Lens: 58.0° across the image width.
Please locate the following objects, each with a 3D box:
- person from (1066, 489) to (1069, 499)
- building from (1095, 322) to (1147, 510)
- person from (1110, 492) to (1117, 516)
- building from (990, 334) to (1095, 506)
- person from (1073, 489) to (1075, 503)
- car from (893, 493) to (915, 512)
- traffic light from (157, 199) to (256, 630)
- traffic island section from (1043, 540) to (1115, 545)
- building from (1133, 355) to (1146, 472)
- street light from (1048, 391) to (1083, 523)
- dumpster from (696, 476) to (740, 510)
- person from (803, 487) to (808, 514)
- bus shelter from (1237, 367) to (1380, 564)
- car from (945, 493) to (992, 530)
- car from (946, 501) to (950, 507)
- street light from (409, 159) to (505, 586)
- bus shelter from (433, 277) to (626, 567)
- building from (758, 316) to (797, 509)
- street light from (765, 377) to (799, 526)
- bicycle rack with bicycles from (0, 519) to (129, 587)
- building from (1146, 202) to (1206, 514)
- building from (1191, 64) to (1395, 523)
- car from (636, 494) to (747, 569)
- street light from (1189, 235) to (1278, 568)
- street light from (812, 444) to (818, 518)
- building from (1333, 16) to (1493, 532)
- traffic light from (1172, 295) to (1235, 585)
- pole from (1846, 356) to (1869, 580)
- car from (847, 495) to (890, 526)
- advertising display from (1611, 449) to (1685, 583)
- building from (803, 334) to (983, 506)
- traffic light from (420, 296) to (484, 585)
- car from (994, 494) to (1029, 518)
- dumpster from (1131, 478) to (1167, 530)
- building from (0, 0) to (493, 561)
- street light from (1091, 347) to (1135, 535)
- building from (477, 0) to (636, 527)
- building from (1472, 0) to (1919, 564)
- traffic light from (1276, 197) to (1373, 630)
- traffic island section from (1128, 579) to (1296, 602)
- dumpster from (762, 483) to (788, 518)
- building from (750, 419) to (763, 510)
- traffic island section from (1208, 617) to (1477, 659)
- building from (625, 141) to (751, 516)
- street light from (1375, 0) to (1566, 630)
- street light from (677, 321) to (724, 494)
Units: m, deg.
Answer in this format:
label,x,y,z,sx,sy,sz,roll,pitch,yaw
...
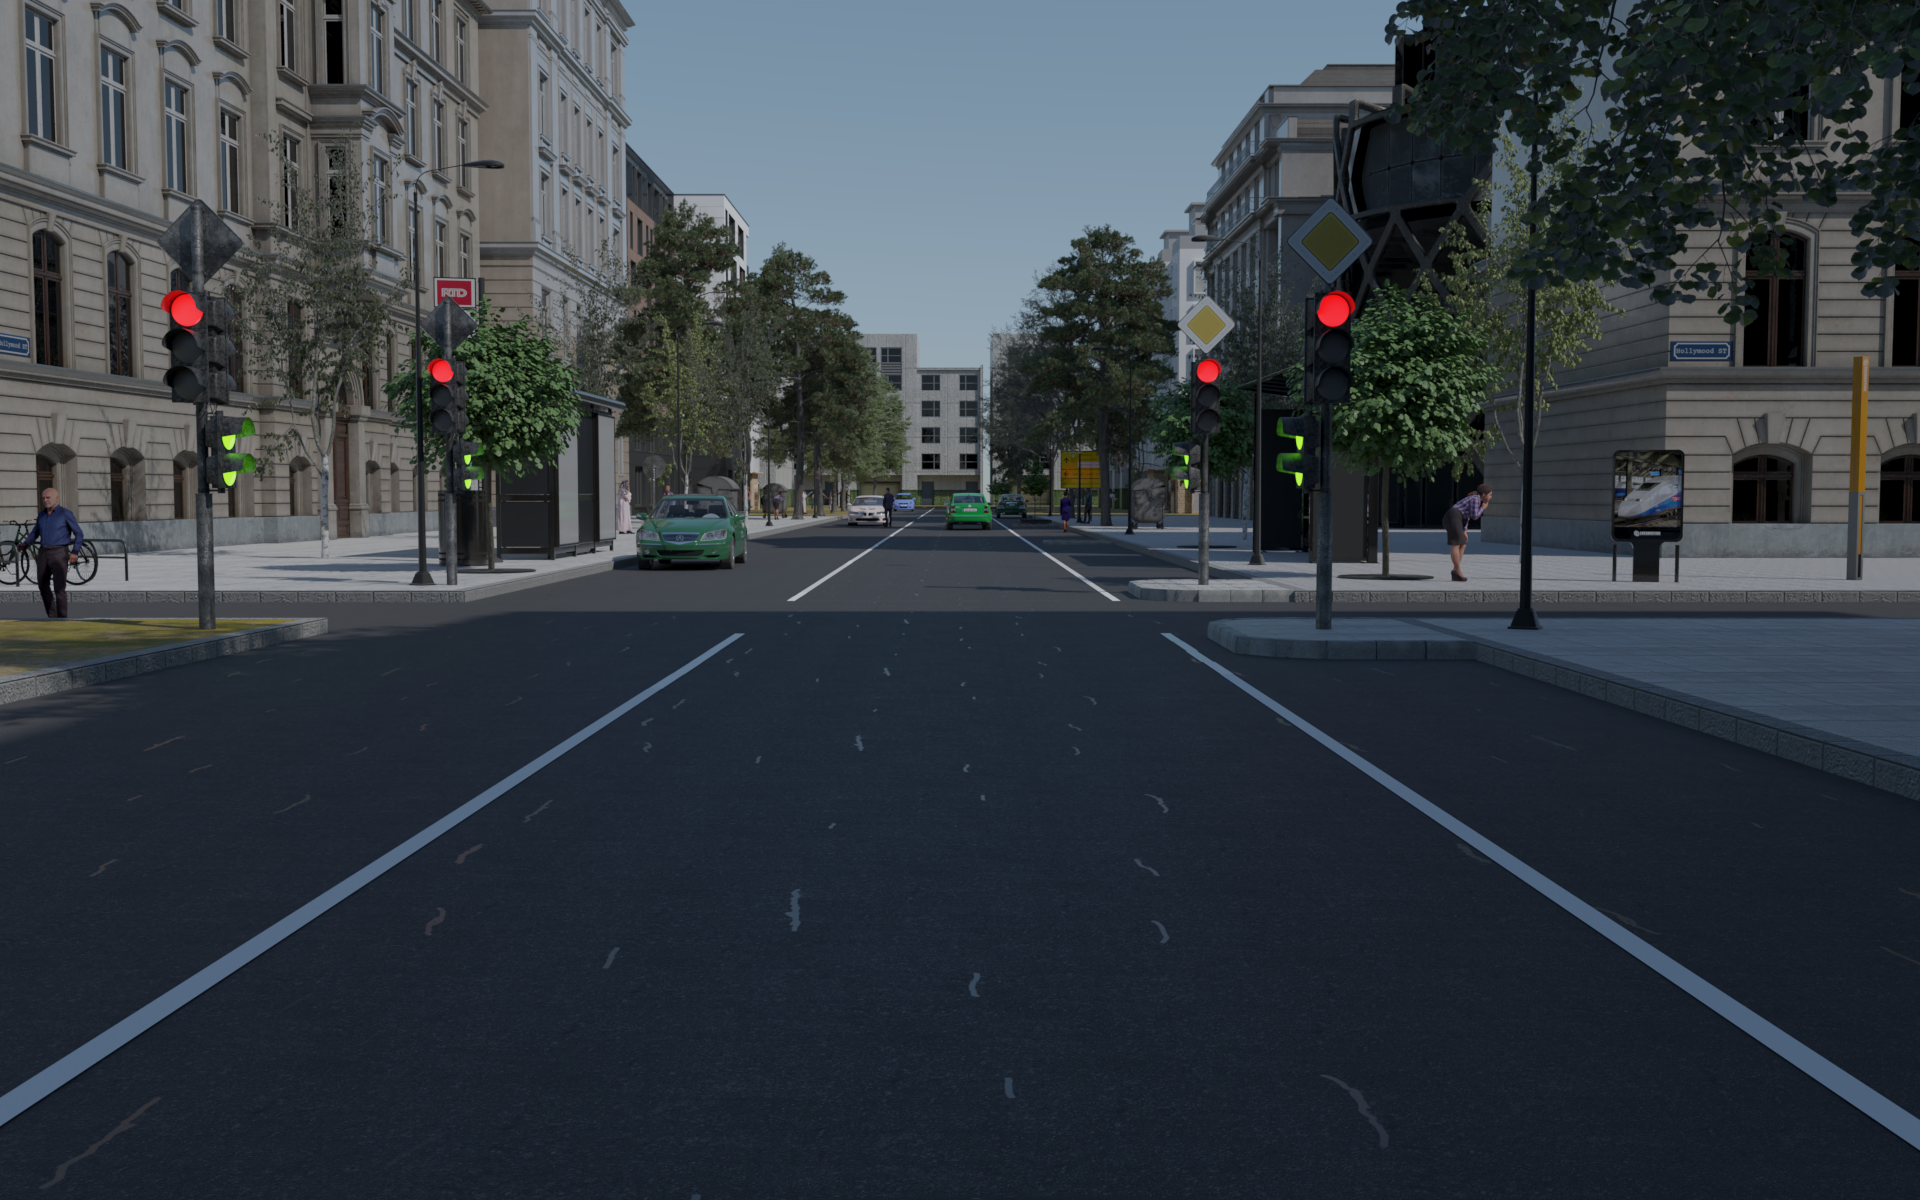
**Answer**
label,x,y,z,sx,sy,sz,roll,pitch,yaw
person,8.914,-8.330,142.928,0.721,1.739,1.217,2,4,25
building,21.749,-17.423,151.318,16.747,18.905,31.486,0,4,0
person,8.972,-5.718,102.724,0.628,1.438,0.799,1,4,15
building,19.343,-20.370,199.506,31.486,18.905,16.747,0,4,0
person,7.749,-6.849,118.944,0.530,1.710,0.541,3,4,38
car,-4.645,-8.185,143.415,1.945,1.707,3.694,0,4,-1
traffic light,-7.123,-1.656,16.313,0.839,4.213,0.868,0,4,0
traffic island section,3.395,-1.652,49.875,1.991,0.108,1.994,0,4,0
building,21.231,-16.716,129.734,16.016,20.091,11.380,0,4,0
street light,4.791,-6.394,77.091,1.470,5.913,1.316,0,4,0
dumpster,-7.883,-3.092,56.305,1.264,1.857,1.865,0,4,0
person,-10.045,-6.336,110.297,0.621,1.740,0.551,2,4,33
bus shelter,6.958,-2.675,35.026,1.731,3.624,6.357,0,4,0
car,0.322,-3.742,69.974,1.959,1.807,4.718,0,4,-2
car,0.150,-5.819,107.496,2.083,1.381,4.827,0,4,0
street light,-7.018,-3.159,24.188,1.470,5.913,1.316,0,4,0
bus shelter,-8.636,-3.496,34.787,2.179,5.291,8.768,0,3,0
building,-31.845,-17.913,159.339,31.486,18.905,16.747,0,4,0
street light,-7.087,-5.903,69.061,1.470,5.913,1.316,0,4,0
bicycle rack with bicycles,-13.370,-0.705,24.907,2.925,0.926,2.852,2,4,26
building,21.538,-16.003,118.076,16.016,20.091,11.380,0,4,0
building,19.929,-15.038,87.677,13.314,21.916,24.055,0,4,0
car,-5.283,-1.387,34.481,2.131,1.459,4.920,0,4,-2
street light,4.840,-3.587,31.194,1.470,5.913,1.316,0,4,0
street light,-7.184,-7.310,92.054,1.470,5.913,1.316,0,4,0
building,22.781,-12.228,67.385,16.820,18.784,16.811,0,4,0
traffic light,3.418,-2.147,24.340,0.839,4.213,0.868,0,4,0
pole,13.358,-1.953,25.767,0.158,3.312,0.155,0,3,0
car,-4.118,-4.096,79.336,2.083,1.381,4.827,0,3,0
advertising display,9.994,-1.222,25.193,0.974,1.923,0.123,1,4,17
building,-13.202,-20.375,199.582,31.486,18.905,16.747,0,4,0
traffic light,-7.143,-2.144,24.298,0.839,4.213,0.868,0,4,0
car,3.081,-5.625,103.761,2.131,1.459,4.920,0,4,1
dumpster,6.835,-3.508,63.109,1.264,1.857,1.865,0,3,0
building,-23.226,-14.047,48.749,14.460,24.649,34.723,0,4,0
street light,4.830,-5.025,54.692,1.470,5.913,1.316,0,4,0
building,-22.635,-17.748,76.086,13.634,28.700,20.117,0,4,0
building,30.960,-13.457,39.113,34.723,24.649,14.460,0,4,0
traffic light,3.438,-1.658,16.355,0.839,4.213,0.868,0,4,0
traffic island section,3.458,-0.133,24.453,2.009,0.180,2.903,0,4,0
dumpster,-9.811,-5.265,91.837,1.264,1.857,1.865,0,3,0
building,-24.101,-17.231,138.151,16.016,20.091,11.380,0,4,0
traffic island section,3.478,0.356,16.468,2.009,0.180,2.903,0,4,0
building,-29.926,-16.635,115.950,27.936,21.610,32.646,0,4,0
street light,4.850,-2.679,16.345,1.470,5.913,1.316,0,4,0
street light,-7.042,-4.533,46.663,1.470,5.913,1.316,0,4,0
